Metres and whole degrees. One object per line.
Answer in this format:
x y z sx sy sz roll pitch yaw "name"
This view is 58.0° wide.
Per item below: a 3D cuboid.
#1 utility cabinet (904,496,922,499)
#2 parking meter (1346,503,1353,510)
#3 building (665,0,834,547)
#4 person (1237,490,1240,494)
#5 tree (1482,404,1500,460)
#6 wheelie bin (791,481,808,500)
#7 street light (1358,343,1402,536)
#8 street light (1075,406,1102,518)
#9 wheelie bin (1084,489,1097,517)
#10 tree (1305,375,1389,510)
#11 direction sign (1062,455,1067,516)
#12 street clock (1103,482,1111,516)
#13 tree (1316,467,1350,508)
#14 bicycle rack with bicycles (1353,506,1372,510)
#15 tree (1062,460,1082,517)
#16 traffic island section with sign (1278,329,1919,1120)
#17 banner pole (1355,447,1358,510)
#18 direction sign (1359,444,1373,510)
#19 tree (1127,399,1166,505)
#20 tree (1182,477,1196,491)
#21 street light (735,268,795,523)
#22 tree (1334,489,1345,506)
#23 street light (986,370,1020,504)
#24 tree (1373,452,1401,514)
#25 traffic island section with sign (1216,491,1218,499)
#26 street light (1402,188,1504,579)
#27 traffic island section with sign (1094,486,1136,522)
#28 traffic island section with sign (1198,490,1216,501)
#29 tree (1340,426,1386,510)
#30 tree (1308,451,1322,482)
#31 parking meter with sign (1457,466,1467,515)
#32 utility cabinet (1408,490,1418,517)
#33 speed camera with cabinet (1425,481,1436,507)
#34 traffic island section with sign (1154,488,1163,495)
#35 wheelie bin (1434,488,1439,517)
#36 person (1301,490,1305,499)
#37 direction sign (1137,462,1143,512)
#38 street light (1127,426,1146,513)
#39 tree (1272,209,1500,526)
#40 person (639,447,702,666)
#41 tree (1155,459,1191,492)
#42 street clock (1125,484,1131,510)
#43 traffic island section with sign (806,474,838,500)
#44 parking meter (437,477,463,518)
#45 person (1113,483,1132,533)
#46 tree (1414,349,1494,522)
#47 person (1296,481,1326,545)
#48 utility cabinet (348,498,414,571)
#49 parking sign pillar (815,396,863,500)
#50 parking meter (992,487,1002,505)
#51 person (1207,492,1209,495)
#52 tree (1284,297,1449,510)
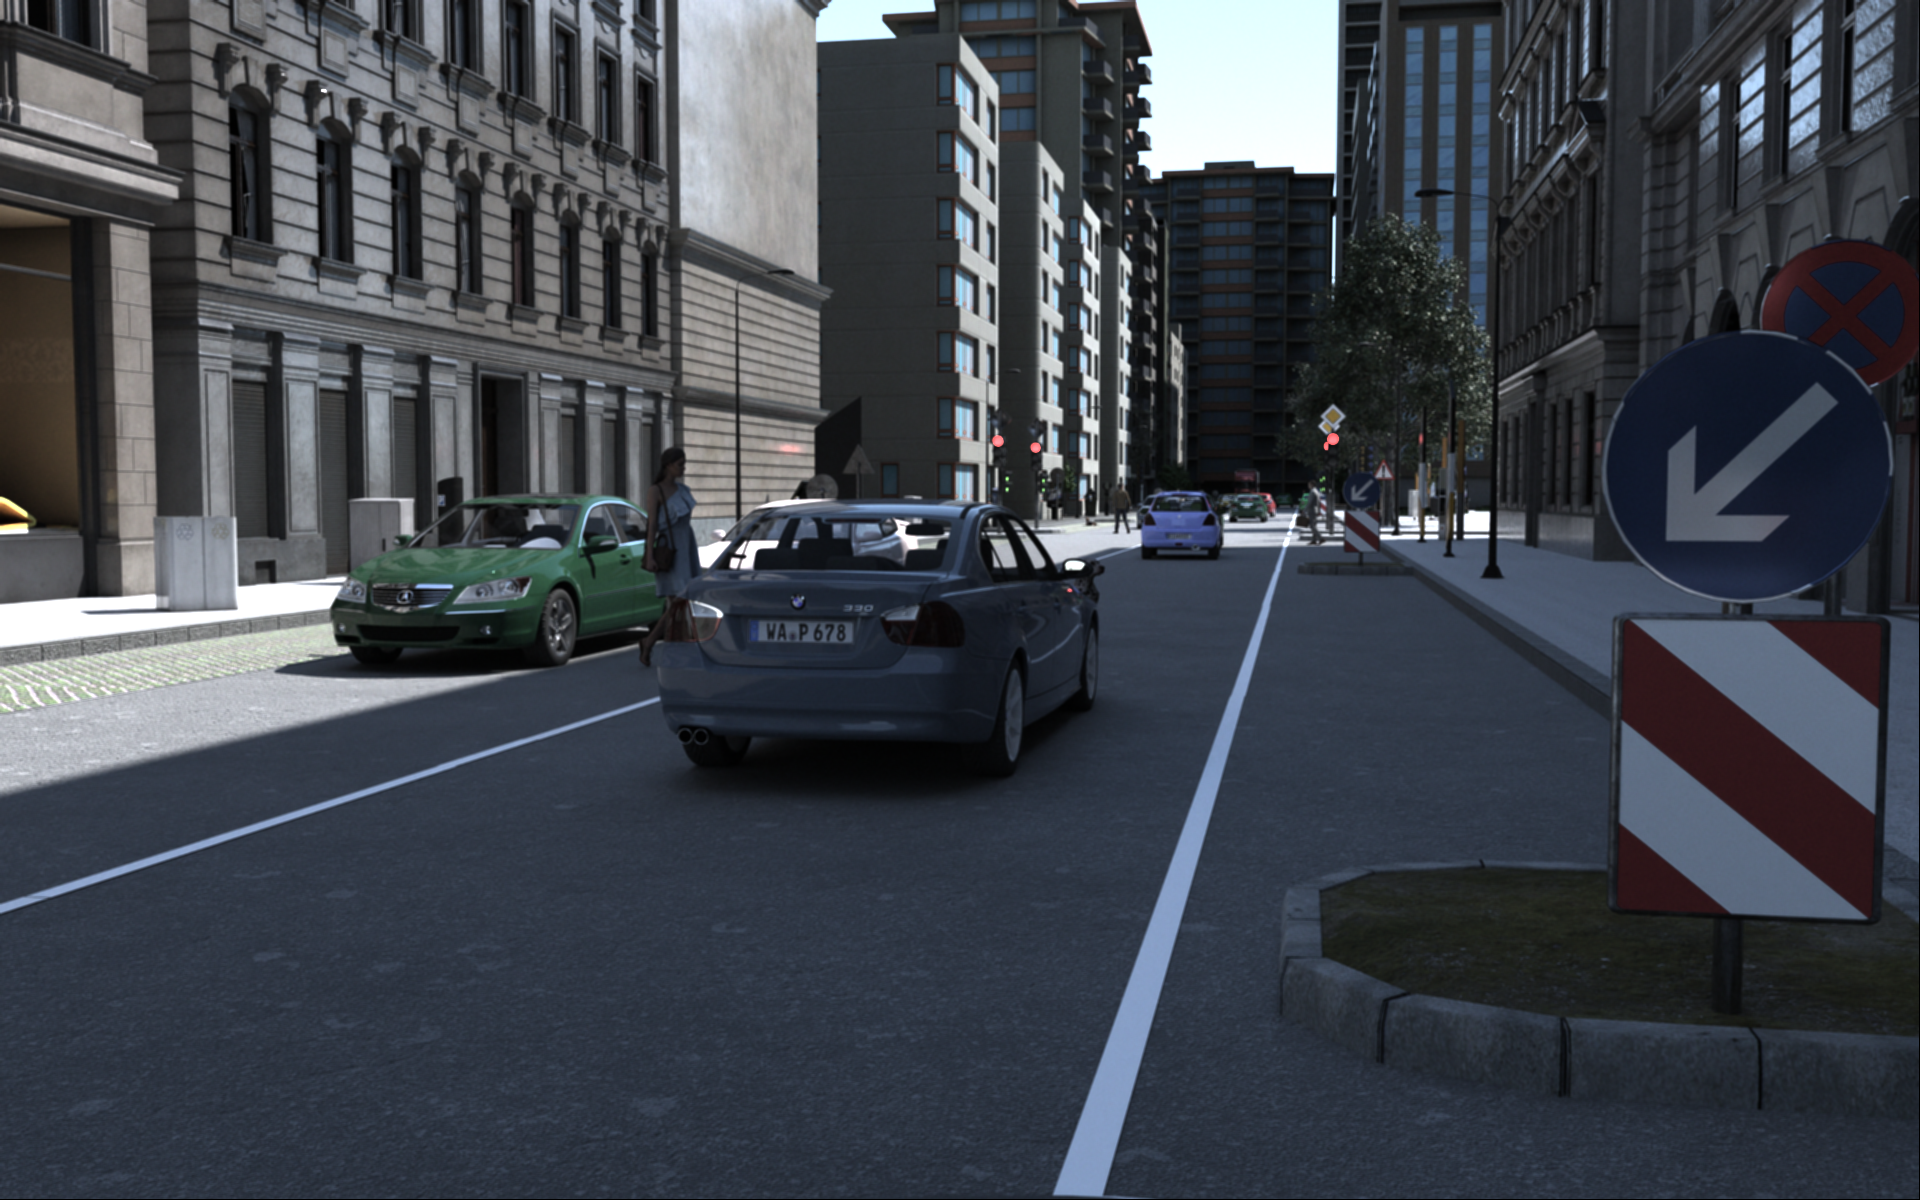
-1.417 -2.540 52.690 0.306 1.237 1.020 1 4 13 "utility cabinet"
25.766 -6.658 114.567 0.399 1.863 0.255 2 4 31 "parking meter"
-21.746 -14.119 49.935 34.723 24.649 14.460 1 4 11 "building"
28.192 -10.182 175.115 0.705 1.807 1.348 0 4 1 "person"
36.323 -10.150 116.319 4.360 8.622 3.978 0 3 0 "tree"
-3.584 -2.039 41.247 0.693 1.594 0.980 2 4 28 "wheelie bin"
12.903 -4.933 53.199 1.470 5.913 1.316 1 4 11 "street light"
6.784 -7.280 91.562 1.470 5.913 1.316 1 4 11 "street light"
7.460 -5.555 98.739 0.693 1.594 0.980 -1 4 -11 "wheelie bin"
30.884 -12.828 135.495 9.928 11.665 9.643 0 3 0 "tree"
6.005 -6.549 99.073 0.379 3.537 0.876 0 4 6 "direction sign"
8.678 -5.981 102.362 0.471 2.002 0.358 -2 4 -24 "street clock"
35.646 -11.135 165.769 4.285 4.588 4.351 0 3 0 "tree"
28.576 -6.599 121.275 2.925 0.926 2.852 0 4 -5 "bicycle rack with bicycles"
6.077 -6.236 96.559 1.663 3.219 1.824 0 3 0 "tree"
1.941 0.223 4.976 1.989 1.847 2.006 1 4 11 "traffic island section with sign"
19.332 -5.773 84.412 0.401 3.779 0.863 1 4 16 "banner pole"
18.238 -5.251 77.855 0.876 3.537 0.379 -2 4 -33 "direction sign"
13.886 -11.245 134.223 4.360 8.622 3.978 0 3 0 "tree"
25.266 -11.908 189.289 1.663 3.219 1.824 0 3 0 "tree"
-4.090 -3.875 35.892 1.470 5.913 1.316 1 4 11 "street light"
41.351 -11.840 188.189 1.663 3.219 1.824 0 3 0 "tree"
1.552 -5.647 64.867 1.470 5.913 1.316 1 4 11 "street light"
19.320 -5.184 79.353 1.663 3.219 1.824 0 3 0 "tree"
28.068 -11.097 190.059 1.989 1.847 2.006 1 4 11 "traffic island section with sign"
7.600 -3.293 26.386 1.470 5.913 1.316 1 4 11 "street light"
7.924 -4.855 88.015 1.989 1.847 2.006 1 4 11 "traffic island section with sign"
22.860 -9.479 163.610 1.989 1.847 2.006 1 4 11 "traffic island section with sign"
25.091 -9.630 107.813 4.360 8.622 3.978 0 3 0 "tree"
44.582 -15.920 210.646 4.737 8.622 4.395 0 3 0 "tree"
30.921 -6.766 106.891 0.543 3.016 1.738 1 4 18 "parking meter with sign"
25.316 -5.354 96.218 0.318 1.500 1.173 3 5 40 "utility cabinet"
34.218 -7.996 125.075 0.660 3.252 2.038 -1 4 -11 "speed camera with cabinet"
13.176 -6.483 114.632 1.989 1.847 2.006 1 4 11 "traffic island section with sign"
26.510 -5.335 95.143 0.980 1.594 0.693 -1 4 -17 "wheelie bin"
29.954 -8.691 151.143 0.434 1.755 0.990 2 4 27 "person"
12.872 -8.075 124.020 0.379 3.537 0.876 -1 4 -21 "direction sign"
12.014 -8.912 118.257 1.470 5.913 1.316 1 4 11 "street light"
17.512 -9.355 69.956 9.611 12.733 9.660 0 3 0 "tree"
-2.371 -0.332 14.018 0.778 1.811 0.616 2 4 35 "person"
19.787 -10.815 160.538 4.285 4.588 4.351 0 3 0 "tree"
12.064 -7.328 124.377 0.471 2.002 0.358 0 4 -1 "street clock"
-2.794 -1.537 33.763 1.989 1.847 2.006 1 4 11 "traffic island section with sign"
-7.585 -1.064 25.807 0.372 1.533 0.369 0 3 0 "parking meter"
5.917 -3.345 63.102 0.656 1.842 0.836 -2 4 -35 "person"
22.947 -7.922 79.888 4.737 8.622 4.395 0 3 0 "tree"
9.947 -2.463 48.896 0.853 1.813 0.709 2 4 24 "person"
-8.330 -0.842 24.936 1.020 1.237 0.306 2 4 29 "utility cabinet"
-3.346 -3.627 47.767 1.447 3.967 1.447 0 4 0 "parking sign pillar"
1.417 -3.558 66.584 0.372 1.533 0.369 0 3 0 "parking meter"
31.194 -12.795 218.426 0.721 1.735 1.217 -1 4 -23 "person"
23.512 -11.417 97.036 12.009 13.543 11.850 0 3 0 "tree"
